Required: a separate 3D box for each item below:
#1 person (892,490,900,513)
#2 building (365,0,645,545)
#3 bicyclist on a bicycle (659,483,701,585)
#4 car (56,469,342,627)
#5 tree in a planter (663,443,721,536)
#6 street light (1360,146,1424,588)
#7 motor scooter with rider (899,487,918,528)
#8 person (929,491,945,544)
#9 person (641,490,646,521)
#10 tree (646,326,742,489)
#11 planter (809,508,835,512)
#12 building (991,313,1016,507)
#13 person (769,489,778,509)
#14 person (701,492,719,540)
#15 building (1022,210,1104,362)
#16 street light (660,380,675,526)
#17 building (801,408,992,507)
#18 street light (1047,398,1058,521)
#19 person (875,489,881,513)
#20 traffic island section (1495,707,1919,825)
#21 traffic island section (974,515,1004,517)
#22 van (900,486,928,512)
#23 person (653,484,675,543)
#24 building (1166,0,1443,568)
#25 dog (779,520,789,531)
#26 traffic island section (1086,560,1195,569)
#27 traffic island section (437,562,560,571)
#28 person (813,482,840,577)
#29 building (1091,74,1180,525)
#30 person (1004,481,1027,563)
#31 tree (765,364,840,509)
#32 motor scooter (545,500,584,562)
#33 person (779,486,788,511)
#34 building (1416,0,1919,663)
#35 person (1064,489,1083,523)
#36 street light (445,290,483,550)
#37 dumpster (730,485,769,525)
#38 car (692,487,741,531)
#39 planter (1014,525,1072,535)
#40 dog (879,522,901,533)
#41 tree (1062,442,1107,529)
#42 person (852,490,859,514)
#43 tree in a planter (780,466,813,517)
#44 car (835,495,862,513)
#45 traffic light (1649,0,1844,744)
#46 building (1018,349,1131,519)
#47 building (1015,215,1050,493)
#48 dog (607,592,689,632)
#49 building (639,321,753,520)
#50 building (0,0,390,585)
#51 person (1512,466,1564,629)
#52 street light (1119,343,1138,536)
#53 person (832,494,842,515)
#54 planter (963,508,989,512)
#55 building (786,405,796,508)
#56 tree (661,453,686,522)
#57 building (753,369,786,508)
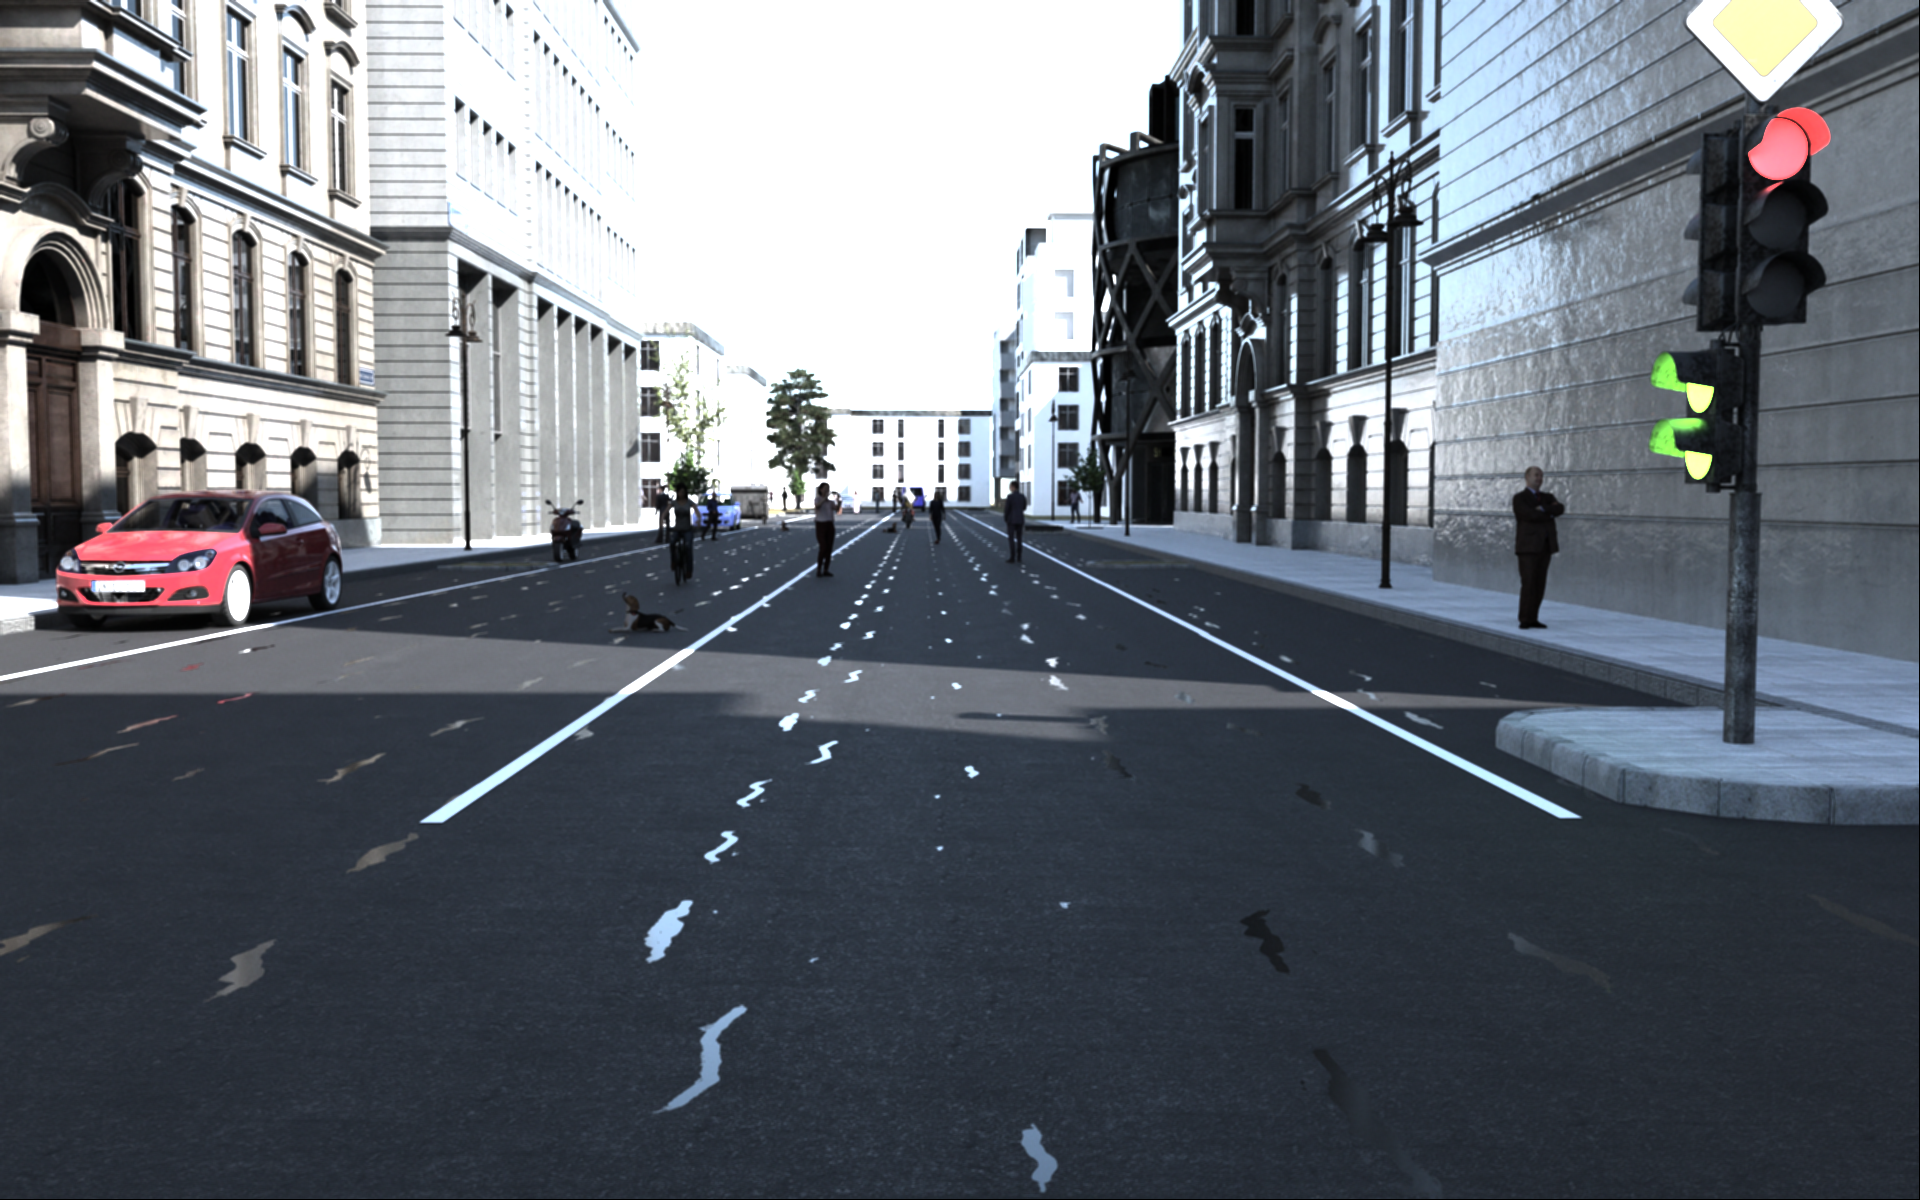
[{"bbox_3d":[-4.839,-7.386,130.085,0.721,1.723,1.217,-2,4,-31],"label":"person"},{"bbox_3d":[-18.462,-17.116,57.334,11.434,29.767,29.804,0,4,-1],"label":"building"},{"bbox_3d":[-4.437,-1.077,27.623,1.499,1.676,1.625,0,4,-3],"label":"bicyclist on a bicycle"},{"bbox_3d":[-8.662,-0.671,20.008,2.155,1.783,4.494,0,4,0],"label":"car"},{"bbox_3d":[-9.370,-3.851,60.180,1.991,3.239,1.994,0,4,-1],"label":"tree in a planter"},{"bbox_3d":[5.814,-3.101,23.490,0.468,5.910,1.993,0,4,-1],"label":"street light"},{"bbox_3d":[-2.172,-3.955,73.621,0.876,1.779,1.986,0,4,-3],"label":"motor scooter with rider"},{"bbox_3d":[-0.670,-2.400,50.275,0.480,1.512,0.613,-1,4,-10],"label":"person"},{"bbox_3d":[-14.977,-4.587,80.901,0.709,1.838,0.599,-3,5,-40],"label":"person"},{"bbox_3d":[-11.949,-7.696,76.198,4.737,8.622,4.395,0,3,0],"label":"tree"},{"bbox_3d":[-11.053,-7.187,138.639,1.991,0.319,1.994,0,4,-1],"label":"planter"},{"bbox_3d":[9.149,-19.563,176.269,11.380,20.091,16.016,0,4,-1],"label":"building"},{"bbox_3d":[-16.324,-8.750,149.831,1.217,1.743,0.721,0,4,-6],"label":"person"},{"bbox_3d":[-7.651,-2.588,53.500,0.574,1.496,0.600,-2,4,-31],"label":"person"},{"bbox_3d":[12.451,-16.213,121.502,16.016,20.091,11.380,0,4,-1],"label":"building"},{"bbox_3d":[-11.875,-5.969,70.384,0.468,5.910,1.993,0,4,-1],"label":"street light"},{"bbox_3d":[-10.842,-14.114,172.910,28.070,9.664,9.099,0,4,-1],"label":"building"},{"bbox_3d":[4.499,-6.781,83.659,0.468,5.910,1.993,0,4,-1],"label":"street light"},{"bbox_3d":[-6.199,-7.474,130.786,0.705,1.814,1.350,0,4,7],"label":"person"},{"bbox_3d":[4.045,0.815,8.951,2.009,0.180,2.903,0,4,-1],"label":"traffic island section"},{"bbox_3d":[1.863,-5.375,110.753,1.991,0.108,1.994,0,4,-1],"label":"traffic island section"},{"bbox_3d":[-3.780,-8.371,141.244,2.240,2.365,5.245,0,4,0],"label":"van"},{"bbox_3d":[-8.678,-2.545,50.917,0.445,1.727,0.742,1,4,18],"label":"person"},{"bbox_3d":[13.086,-13.750,43.896,14.460,24.649,34.723,0,4,-1],"label":"building"},{"bbox_3d":[-6.845,-2.858,66.926,0.550,0.427,0.748,1,4,17],"label":"dog"},{"bbox_3d":[3.510,-0.691,34.161,1.991,0.108,1.994,0,4,-1],"label":"traffic island section"},{"bbox_3d":[-8.806,-0.640,33.337,1.991,0.108,1.994,0,4,-1],"label":"traffic island section"},{"bbox_3d":[-2.305,-1.234,30.128,0.517,1.644,0.566,0,4,7],"label":"person"},{"bbox_3d":[14.055,-12.719,75.407,16.820,18.784,16.811,0,4,-1],"label":"building"},{"bbox_3d":[1.165,-1.650,36.401,0.541,1.710,0.530,-1,4,-21],"label":"person"},{"bbox_3d":[-13.540,-13.667,145.517,6.751,12.117,7.091,0,3,0],"label":"tree"},{"bbox_3d":[-8.466,-1.498,37.264,0.815,1.314,1.986,0,4,0],"label":"motor scooter"},{"bbox_3d":[-13.087,-7.533,128.842,0.705,1.869,1.348,1,4,22],"label":"person"},{"bbox_3d":[28.596,-14.735,17.331,44.131,29.872,17.030,0,4,-1],"label":"building"},{"bbox_3d":[5.066,-4.191,76.531,0.963,1.587,0.435,2,4,24],"label":"person"},{"bbox_3d":[-11.244,-4.074,39.402,0.468,5.910,1.993,0,4,-1],"label":"street light"},{"bbox_3d":[-9.954,-4.506,81.891,1.865,1.857,1.264,0,4,-1],"label":"dumpster"},{"bbox_3d":[-9.610,-3.597,68.394,1.945,1.707,3.694,0,4,-3],"label":"car"},{"bbox_3d":[2.913,-2.477,61.637,1.991,0.319,1.994,0,4,-1],"label":"planter"},{"bbox_3d":[-2.581,-2.681,64.025,0.748,0.427,0.550,3,4,36],"label":"dog"},{"bbox_3d":[4.870,-4.280,64.575,1.663,3.219,1.824,0,3,0],"label":"tree"},{"bbox_3d":[-7.458,-7.028,124.082,0.551,1.740,0.621,0,4,-4],"label":"person"},{"bbox_3d":[-10.459,-6.949,110.841,1.991,3.239,1.994,0,4,-1],"label":"tree in a planter"},{"bbox_3d":[-8.591,-7.430,133.845,2.083,1.381,4.827,0,4,-1],"label":"car"},{"bbox_3d":[4.005,-1.198,8.837,0.839,4.213,0.868,0,4,-1],"label":"traffic light"},{"bbox_3d":[8.703,-9.756,101.653,9.099,9.664,28.070,0,4,-1],"label":"building"},{"bbox_3d":[18.392,-18.341,143.850,27.936,21.610,32.646,0,4,-1],"label":"building"},{"bbox_3d":[-3.252,0.131,18.054,0.748,0.427,0.550,1,4,21],"label":"dog"},{"bbox_3d":[-17.826,-9.537,98.075,9.099,9.664,28.070,0,4,-1],"label":"building"},{"bbox_3d":[-19.157,-12.610,25.263,14.460,24.649,34.723,0,4,-1],"label":"building"},{"bbox_3d":[5.535,-0.505,16.577,0.482,1.546,0.388,-1,4,-14],"label":"person"},{"bbox_3d":[5.143,-4.911,53.076,0.468,5.910,1.993,0,4,-1],"label":"street light"},{"bbox_3d":[-8.310,-6.439,116.972,0.628,1.438,0.799,2,4,24],"label":"person"},{"bbox_3d":[1.266,-7.152,138.070,1.991,0.319,1.994,0,4,-1],"label":"planter"},{"bbox_3d":[-29.107,-13.018,154.991,28.070,9.664,9.099,0,4,-1],"label":"building"},{"bbox_3d":[-13.267,-5.290,81.094,1.663,3.219,1.824,0,3,0],"label":"tree"},{"bbox_3d":[-18.551,-11.250,126.084,9.099,9.664,28.070,0,4,-1],"label":"building"}]
